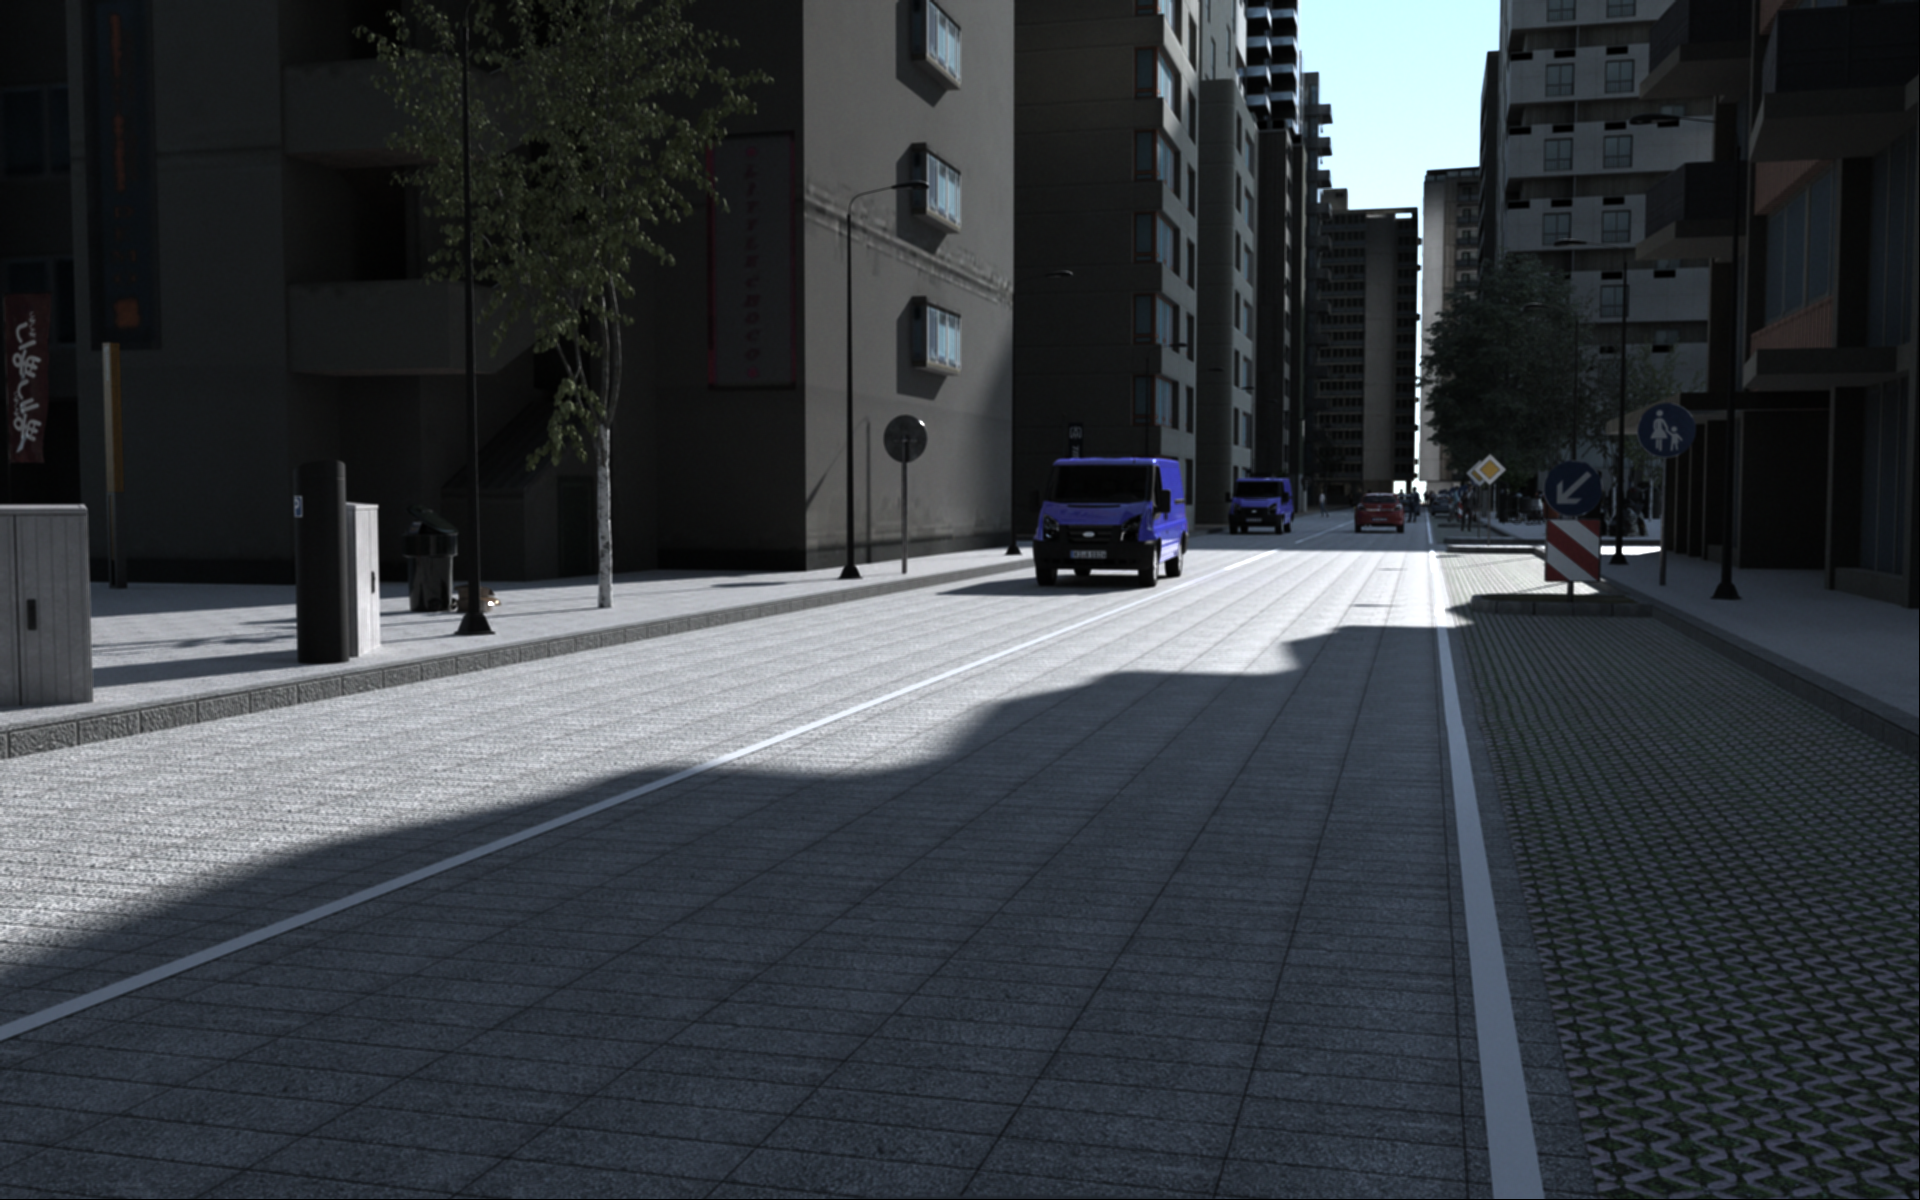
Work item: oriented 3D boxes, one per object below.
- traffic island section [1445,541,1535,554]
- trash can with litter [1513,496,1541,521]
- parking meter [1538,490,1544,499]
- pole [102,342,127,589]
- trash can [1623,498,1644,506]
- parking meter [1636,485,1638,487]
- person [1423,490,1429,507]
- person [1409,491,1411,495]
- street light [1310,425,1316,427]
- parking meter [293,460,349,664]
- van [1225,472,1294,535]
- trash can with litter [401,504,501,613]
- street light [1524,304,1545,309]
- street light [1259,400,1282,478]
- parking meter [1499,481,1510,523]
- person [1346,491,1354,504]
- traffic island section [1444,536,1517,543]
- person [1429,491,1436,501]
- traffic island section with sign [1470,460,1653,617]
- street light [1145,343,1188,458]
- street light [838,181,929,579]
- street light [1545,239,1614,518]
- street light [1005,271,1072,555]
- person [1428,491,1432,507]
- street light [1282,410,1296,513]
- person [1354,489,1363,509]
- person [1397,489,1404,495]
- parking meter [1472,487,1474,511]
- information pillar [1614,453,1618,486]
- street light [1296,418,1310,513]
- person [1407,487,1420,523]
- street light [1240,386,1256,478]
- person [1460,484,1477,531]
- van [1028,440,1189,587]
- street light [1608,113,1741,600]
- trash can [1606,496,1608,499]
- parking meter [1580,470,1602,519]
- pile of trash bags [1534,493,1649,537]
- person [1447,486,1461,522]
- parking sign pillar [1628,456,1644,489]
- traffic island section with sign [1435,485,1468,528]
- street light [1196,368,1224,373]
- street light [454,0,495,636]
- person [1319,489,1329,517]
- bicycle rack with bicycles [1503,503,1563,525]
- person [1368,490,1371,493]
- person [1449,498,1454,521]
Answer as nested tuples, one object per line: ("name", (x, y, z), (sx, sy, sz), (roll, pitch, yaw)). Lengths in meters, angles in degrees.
("traffic island section", (13.126, -1.264, 42.945), (2.009, 0.180, 2.903), (1, 4, 15))
("trash can with litter", (27.862, -4.460, 83.981), (2.233, 1.210, 1.678), (0, 4, 6))
("parking meter", (36.696, -6.177, 109.403), (0.372, 1.533, 0.369), (0, 3, 0))
("pole", (-11.434, -1.809, 23.426), (0.158, 3.312, 0.155), (0, 3, 0))
("trash can", (22.653, -2.860, 58.410), (0.748, 1.137, 0.748), (0, 3, 0))
("parking meter", (43.941, -6.507, 112.107), (0.399, 1.863, 0.255), (0, 4, 0))
("person", (50.747, -11.012, 188.417), (0.709, 1.838, 0.599), (-1, 4, -19))
("person", (50.609, -11.377, 195.228), (0.721, 1.735, 1.217), (2, 4, 34))
("street light", (23.299, -8.839, 117.066), (1.470, 5.913, 1.316), (1, 4, 15))
("parking meter", (-4.870, -0.293, 13.207), (0.372, 1.533, 0.369), (0, 3, 0))
("van", (11.018, -3.601, 63.259), (2.240, 2.365, 5.245), (1, 4, 16))
("trash can with litter", (-5.568, -0.466, 18.999), (1.055, 1.170, 0.624), (1, 4, 10))
("street light", (14.436, -4.264, 42.258), (1.470, 5.913, 1.316), (1, 4, 15))
("street light", (14.944, -6.917, 85.637), (1.470, 5.913, 1.316), (1, 4, 15))
("parking meter", (24.493, -4.417, 77.923), (0.255, 1.863, 0.399), (-3, 4, -36))
("person", (46.113, -11.979, 204.447), (1.348, 1.812, 0.705), (-2, 4, -33))
("traffic island section", (15.194, -1.736, 50.658), (2.009, 0.180, 2.903), (1, 4, 15))
("person", (45.430, -9.587, 166.188), (0.756, 1.711, 0.436), (1, 4, 15))
("traffic island section with sign", (7.297, -0.765, 21.137), (1.989, 1.847, 2.006), (1, 4, 15))
("street light", (6.308, -4.951, 53.491), (1.470, 5.913, 1.316), (1, 4, 15))
("street light", (-1.143, -3.268, 25.975), (1.470, 5.913, 1.316), (1, 4, 15))
("street light", (11.511, -3.613, 31.613), (1.470, 5.913, 1.316), (1, 4, 15))
("street light", (1.656, -3.903, 36.358), (1.470, 5.913, 1.316), (1, 4, 15))
("person", (53.550, -11.528, 196.913), (1.348, 1.831, 0.705), (-3, 5, -40))
("street light", (17.676, -7.566, 96.243), (1.470, 5.913, 1.316), (1, 4, 15))
("person", (26.925, -6.514, 115.216), (0.699, 1.804, 1.509), (-3, 5, -44))
("person", (32.920, -7.386, 129.218), (1.348, 1.831, 0.705), (1, 4, 19))
("parking meter", (35.656, -7.045, 120.901), (0.399, 1.863, 0.255), (-1, 4, -14))
("information pillar", (37.415, -6.558, 98.573), (0.183, 3.616, 0.504), (-2, 4, -28))
("street light", (20.550, -8.200, 106.605), (1.470, 5.913, 1.316), (1, 4, 15))
("person", (22.809, -4.799, 87.141), (0.419, 1.800, 0.721), (-3, 4, -37))
("street light", (12.031, -6.268, 75.029), (1.470, 5.913, 1.316), (1, 4, 15))
("person", (19.495, -3.543, 66.385), (0.622, 1.834, 0.822), (1, 4, 10))
("van", (2.554, -1.486, 28.678), (2.240, 2.365, 5.245), (1, 4, 14))
("street light", (8.854, -2.974, 21.167), (1.470, 5.913, 1.316), (1, 4, 15))
("trash can", (40.258, -5.839, 107.115), (0.748, 1.137, 0.748), (0, 3, 0))
("parking meter", (13.782, -1.964, 37.825), (0.399, 1.863, 0.255), (-1, 4, -9))
("pile of trash bags", (19.546, -2.680, 53.576), (1.912, 1.369, 3.447), (-3, 5, -40))
("person", (25.136, -4.865, 87.912), (0.748, 1.841, 0.638), (2, 4, 27))
("parking sign pillar", (46.526, -7.997, 119.217), (1.447, 3.967, 1.447), (-3, 5, -41))
("traffic island section with sign", (21.582, -4.024, 74.418), (1.989, 1.847, 2.006), (1, 4, 15))
("street light", (9.019, -5.590, 63.943), (1.470, 5.913, 1.316), (1, 4, 15))
("street light", (-3.928, -2.631, 15.555), (1.470, 5.913, 1.316), (1, 4, 15))
("person", (22.502, -5.981, 106.968), (0.598, 1.740, 0.731), (2, 4, 27))
("bicycle rack with bicycles", (24.311, -3.628, 72.693), (2.925, 0.926, 2.852), (-1, 4, -15))
("person", (38.167, -9.344, 161.291), (0.705, 1.823, 1.348), (-3, 5, -41))
("person", (26.506, -4.864, 93.037), (0.382, 1.210, 0.505), (-2, 4, -25))
